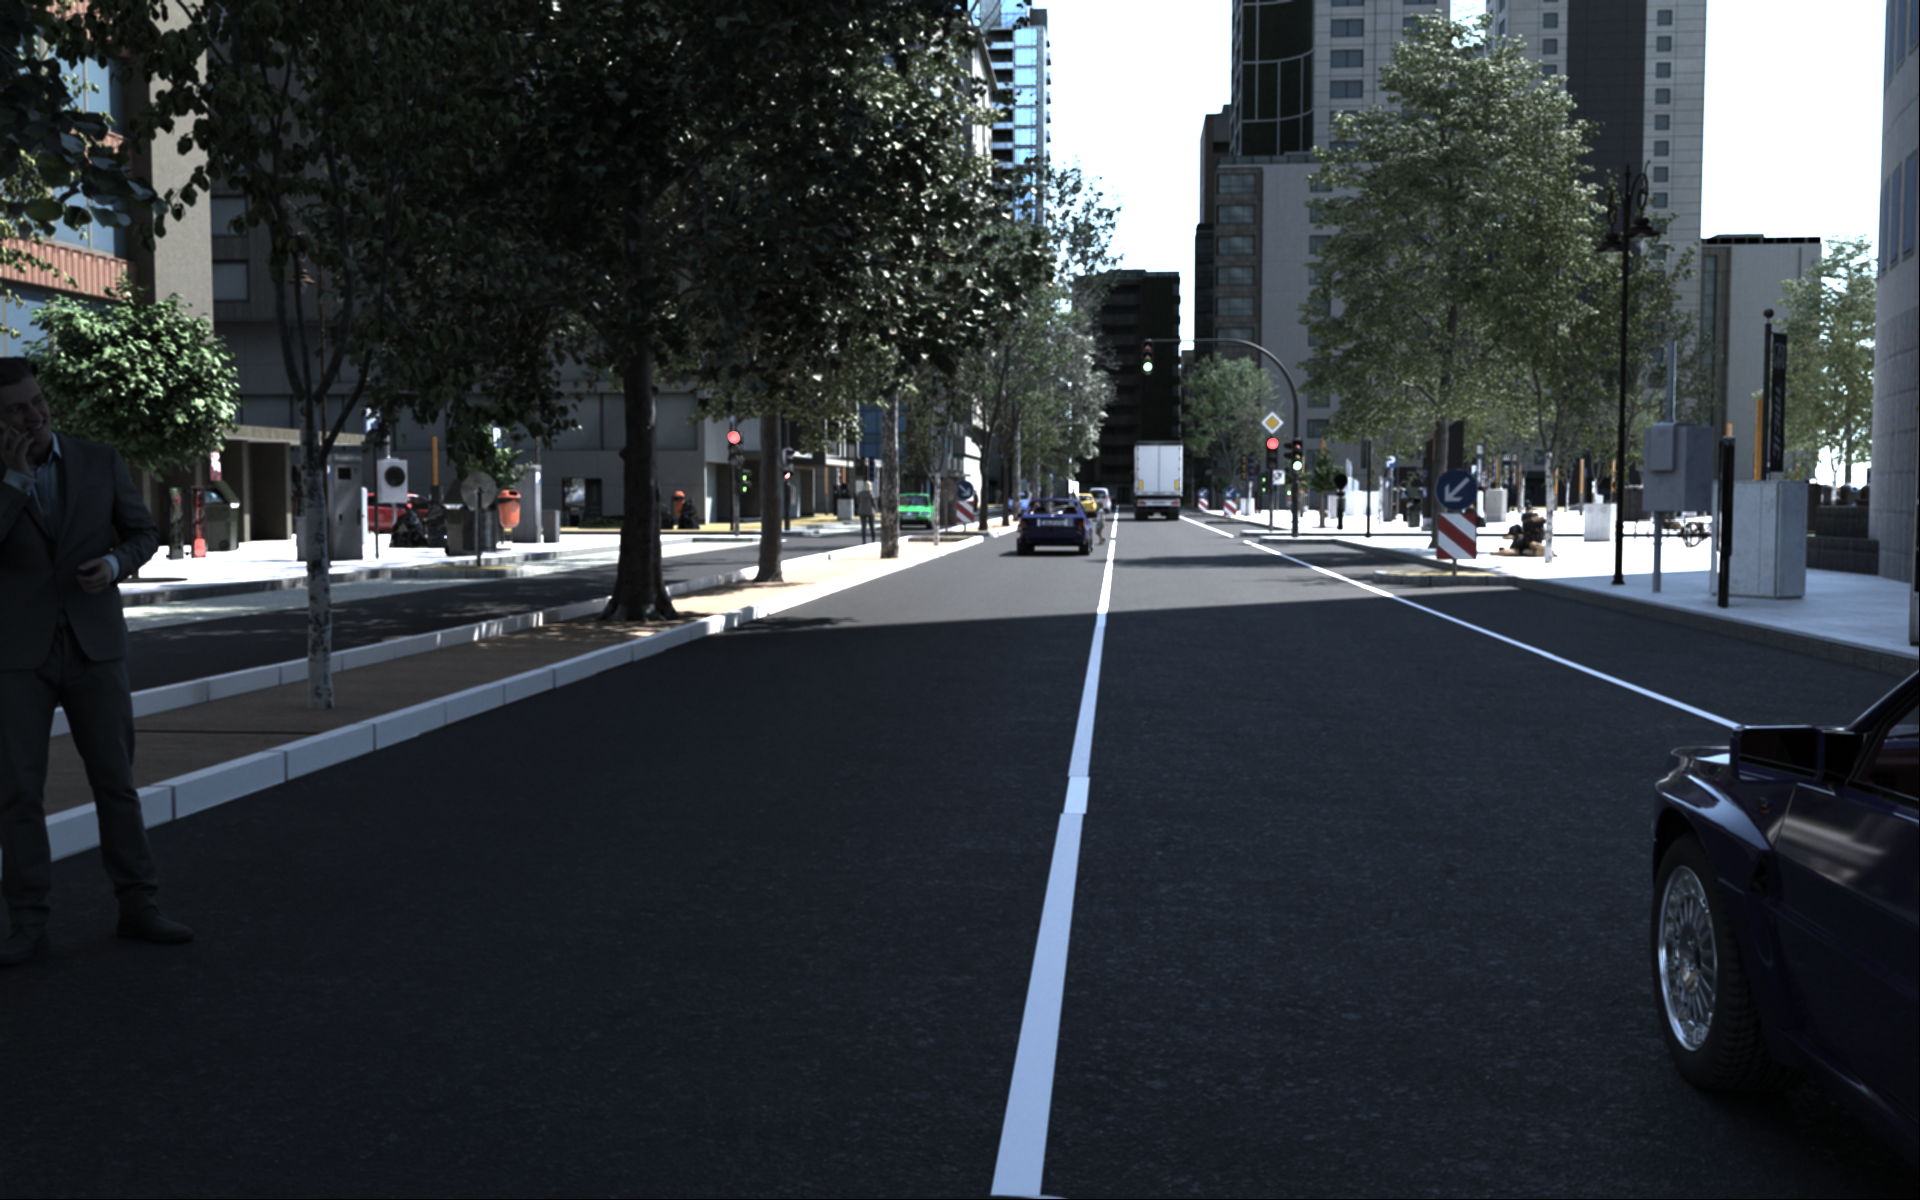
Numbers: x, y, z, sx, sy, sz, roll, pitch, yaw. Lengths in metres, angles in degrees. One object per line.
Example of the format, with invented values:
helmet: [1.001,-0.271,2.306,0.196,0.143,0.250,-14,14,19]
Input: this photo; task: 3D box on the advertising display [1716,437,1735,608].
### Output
advertising display: [8.776,-0.897,19.876,0.123,1.923,0.974,1,4,21]

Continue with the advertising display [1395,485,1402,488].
advertising display: [32.915,-7.657,130.401,0.123,1.923,0.974,-1,4,-20]

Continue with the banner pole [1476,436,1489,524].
banner pole: [22.507,-5.181,74.734,0.863,3.779,0.401,-3,4,-37]

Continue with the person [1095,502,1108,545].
person: [4.024,-2.167,48.939,0.382,1.210,0.505,0,4,-7]

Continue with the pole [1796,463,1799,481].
pole: [55.787,-7.433,115.376,0.158,3.312,0.155,0,3,0]

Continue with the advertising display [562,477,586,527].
advertising display: [-14.988,-3.797,67.289,0.974,1.923,0.123,-3,5,-43]

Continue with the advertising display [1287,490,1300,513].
advertising display: [22.063,-6.687,114.546,0.974,1.923,0.123,-1,4,-10]

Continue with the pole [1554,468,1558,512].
pole: [43.540,-8.115,126.519,0.158,3.312,0.155,0,3,0]

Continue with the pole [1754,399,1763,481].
pole: [17.116,-2.647,37.124,0.158,3.312,0.155,0,3,0]

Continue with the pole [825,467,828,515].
pole: [-8.208,-6.887,106.451,0.158,3.312,0.155,0,3,0]

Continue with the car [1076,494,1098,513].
car: [8.326,-6.522,116.858,2.015,1.641,3.980,0,4,5]

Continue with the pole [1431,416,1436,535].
pole: [12.522,-3.161,45.530,0.158,3.312,0.155,0,3,0]

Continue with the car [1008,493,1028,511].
car: [4.887,-8.261,144.654,1.945,1.707,3.694,0,4,4]

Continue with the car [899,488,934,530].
car: [-1.886,-3.798,70.892,1.959,1.807,4.718,0,4,3]

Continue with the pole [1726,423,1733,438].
pole: [22.069,-3.420,49.757,0.158,3.312,0.155,0,3,0]

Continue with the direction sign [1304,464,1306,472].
direction sign: [25.667,-8.370,128.850,0.379,3.537,0.876,0,4,3]

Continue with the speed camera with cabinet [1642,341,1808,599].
speed camera with cabinet: [9.678,-1.688,21.942,0.660,3.252,2.038,-2,4,-28]

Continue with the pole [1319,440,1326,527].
pole: [13.775,-4.401,65.803,0.158,3.312,0.155,0,3,0]

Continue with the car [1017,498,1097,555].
car: [2.332,-1.797,41.953,1.945,1.354,3.894,0,4,6]

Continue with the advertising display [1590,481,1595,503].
advertising display: [30.395,-4.776,83.296,0.123,1.923,0.974,2,4,25]

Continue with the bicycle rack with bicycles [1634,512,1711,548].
bicycle rack with bicycles: [18.165,-1.787,42.604,2.925,0.926,2.852,-1,4,-19]

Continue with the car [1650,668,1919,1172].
car: [2.490,0.589,2.946,1.945,1.354,3.894,0,4,6]

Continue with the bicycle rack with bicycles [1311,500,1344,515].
bicycle rack with bicycles: [23.204,-5.663,105.966,2.852,0.926,2.925,-1,4,-22]

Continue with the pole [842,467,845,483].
pole: [-7.480,-7.176,111.167,0.158,3.312,0.155,0,3,0]

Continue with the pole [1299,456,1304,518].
pole: [18.350,-6.063,92.969,0.158,3.312,0.155,0,3,0]

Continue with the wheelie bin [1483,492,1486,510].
wheelie bin: [35.663,-6.673,117.006,0.693,1.594,0.980,0,4,3]

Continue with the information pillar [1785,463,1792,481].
information pillar: [61.884,-8.443,129.393,0.504,3.616,0.183,-1,4,-11]

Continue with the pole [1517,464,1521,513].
pole: [41.117,-8.165,127.340,0.158,3.312,0.155,0,3,0]

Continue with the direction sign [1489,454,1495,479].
direction sign: [30.409,-6.549,99.067,0.379,3.537,0.876,3,4,38]

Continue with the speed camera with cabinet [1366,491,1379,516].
speed camera with cabinet: [24.015,-6.675,103.476,2.038,3.252,0.660,1,4,21]

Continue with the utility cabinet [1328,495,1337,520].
utility cabinet: [18.730,-4.643,87.071,0.306,1.237,1.020,0,4,2]

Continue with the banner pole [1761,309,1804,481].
banner pole: [11.088,-2.057,23.650,0.863,3.779,0.401,-3,5,-43]

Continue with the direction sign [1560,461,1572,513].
direction sign: [40.998,-7.657,117.186,0.379,3.537,0.876,-3,4,-37]

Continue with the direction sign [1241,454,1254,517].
direction sign: [16.374,-6.526,98.700,0.876,3.537,0.379,3,5,42]

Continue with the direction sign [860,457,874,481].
direction sign: [-5.672,-6.965,105.880,0.876,3.537,0.379,0,4,5]

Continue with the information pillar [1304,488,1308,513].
information pillar: [23.662,-6.987,118.724,0.304,2.012,0.304,-2,4,-35]

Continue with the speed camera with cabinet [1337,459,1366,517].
speed camera with cabinet: [22.121,-6.359,98.303,0.660,3.252,2.038,3,5,40]

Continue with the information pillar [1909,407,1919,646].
information pillar: [8.227,-0.616,14.558,0.304,2.012,0.304,-3,5,-39]

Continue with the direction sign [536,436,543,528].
direction sign: [-15.722,-4.439,64.579,0.379,3.537,0.876,0,4,-7]

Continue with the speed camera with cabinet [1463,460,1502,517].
speed camera with cabinet: [29.460,-6.316,97.605,2.038,3.252,0.660,2,4,26]

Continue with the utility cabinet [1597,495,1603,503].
utility cabinet: [44.191,-6.663,120.109,1.020,1.237,0.306,-2,4,-35]

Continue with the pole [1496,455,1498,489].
pole: [28.256,-5.942,90.995,0.158,3.312,0.155,0,3,0]

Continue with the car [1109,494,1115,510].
car: [13.321,-9.106,160.675,2.131,1.459,4.920,0,4,6]

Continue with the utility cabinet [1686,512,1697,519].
utility cabinet: [38.203,-4.891,91.132,1.020,1.237,0.306,3,5,41]

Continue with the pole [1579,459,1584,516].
pole: [36.057,-6.521,100.466,0.158,3.312,0.155,0,3,0]

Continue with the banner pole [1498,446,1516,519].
banner pole: [28.005,-6.073,89.308,0.863,3.779,0.401,3,4,38]

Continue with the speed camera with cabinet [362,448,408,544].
speed camera with cabinet: [-15.211,-3.053,44.250,2.038,3.252,0.660,-3,5,-40]

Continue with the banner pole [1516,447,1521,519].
banner pole: [29.129,-6.156,90.665,0.401,3.779,0.863,-1,4,-21]

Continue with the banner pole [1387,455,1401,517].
banner pole: [24.693,-6.646,98.680,0.863,3.779,0.401,0,4,-1]

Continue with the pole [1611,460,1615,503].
pole: [38.190,-6.574,101.324,0.158,3.312,0.155,0,3,0]

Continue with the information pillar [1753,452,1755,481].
information pillar: [44.543,-6.445,96.727,0.504,3.616,0.183,3,5,43]

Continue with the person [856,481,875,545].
person: [-2.630,-2.438,48.542,0.537,1.800,0.526,1,4,13]

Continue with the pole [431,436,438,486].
pole: [-18.606,-4.132,61.404,0.158,3.312,0.155,0,3,0]

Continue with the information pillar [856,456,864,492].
information pillar: [-6.099,-6.955,105.062,0.504,3.616,0.183,0,4,-1]

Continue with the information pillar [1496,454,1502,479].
information pillar: [31.610,-6.745,101.629,0.504,3.616,0.183,-2,4,-30]

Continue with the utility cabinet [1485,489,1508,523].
utility cabinet: [23.743,-4.161,76.710,0.318,1.500,1.173,-1,4,-18]

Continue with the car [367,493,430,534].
car: [-18.183,-2.921,56.799,4.494,1.783,2.155,0,4,6]

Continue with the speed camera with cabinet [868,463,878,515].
speed camera with cabinet: [-5.778,-7.018,109.076,0.660,3.252,2.038,-2,4,-25]

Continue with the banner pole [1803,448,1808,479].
banner pole: [45.430,-6.311,93.202,0.401,3.779,0.863,0,4,5]
